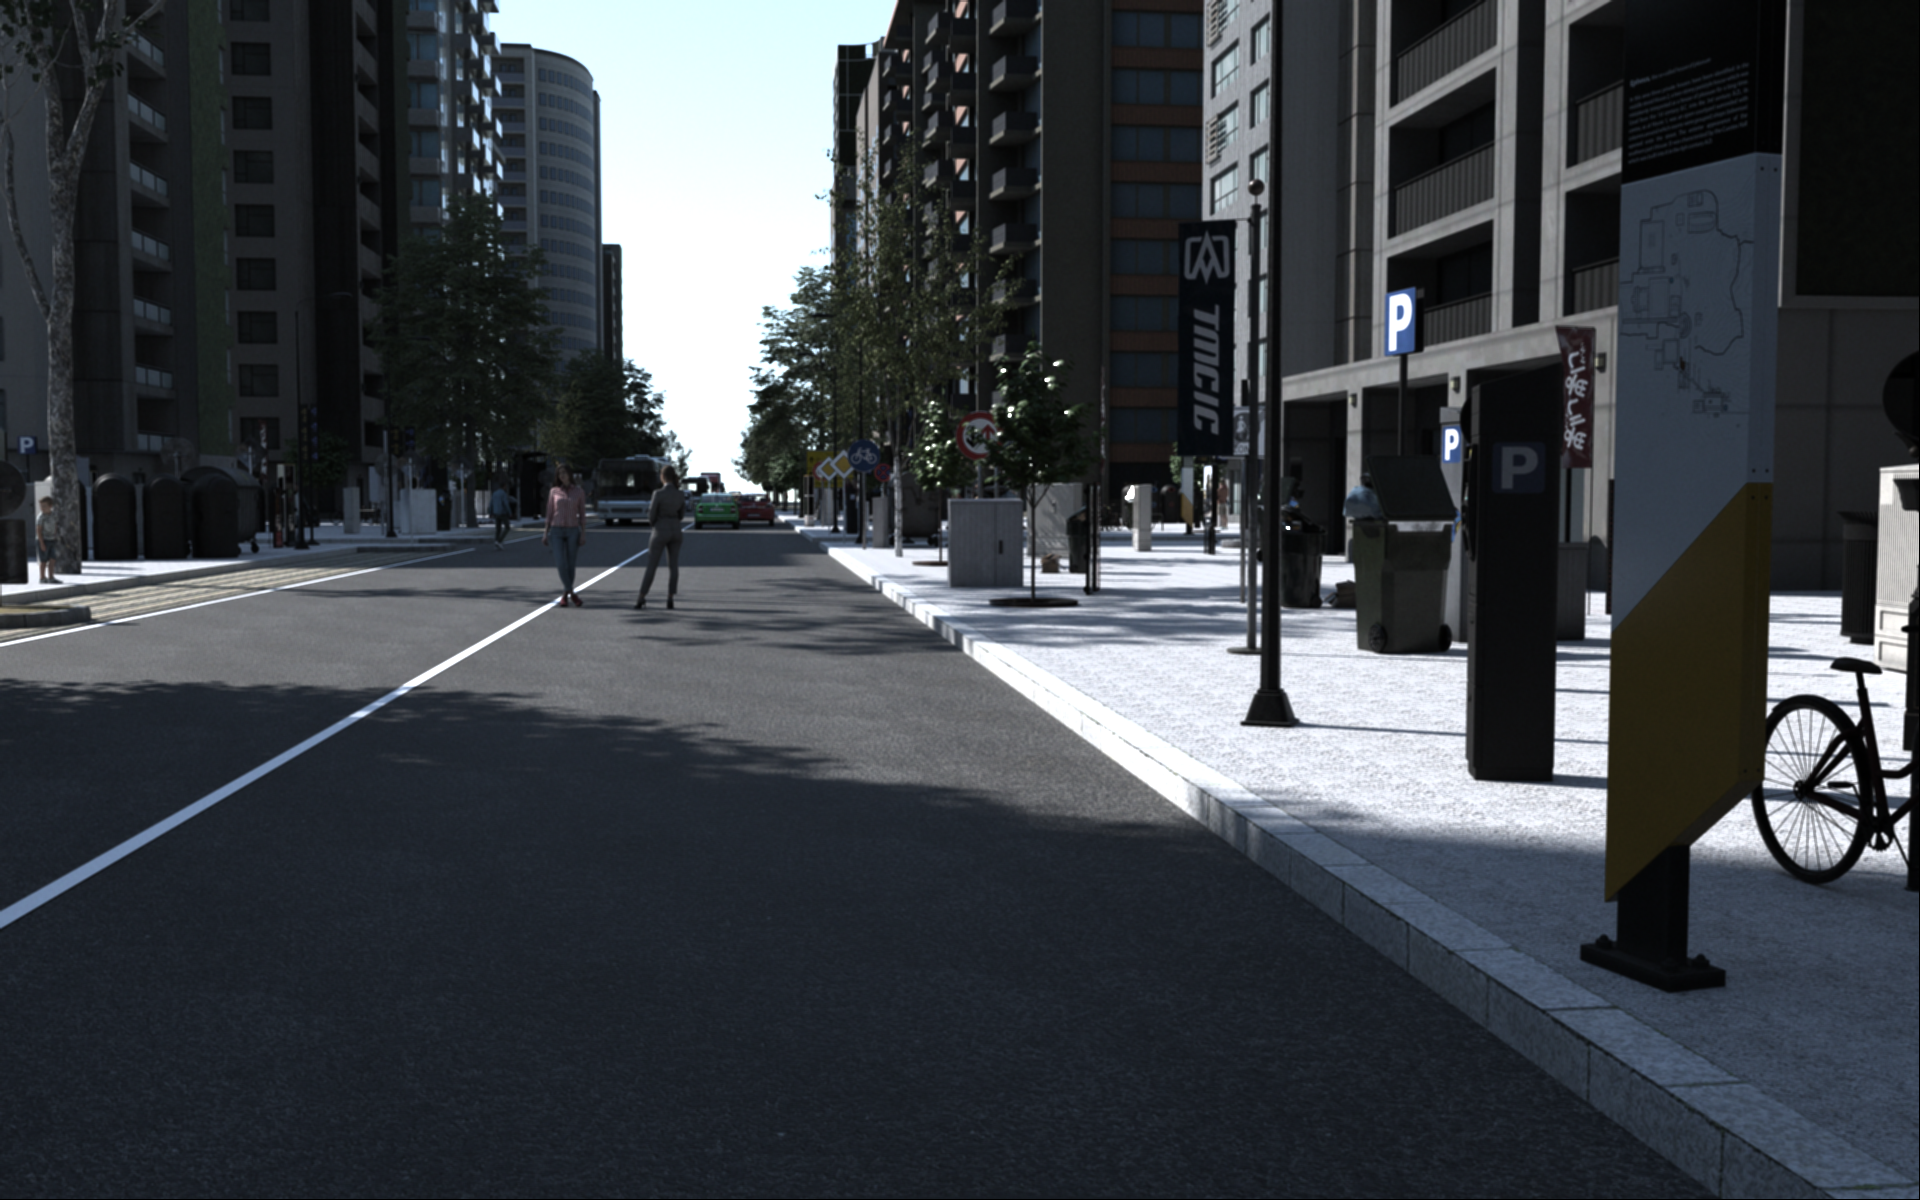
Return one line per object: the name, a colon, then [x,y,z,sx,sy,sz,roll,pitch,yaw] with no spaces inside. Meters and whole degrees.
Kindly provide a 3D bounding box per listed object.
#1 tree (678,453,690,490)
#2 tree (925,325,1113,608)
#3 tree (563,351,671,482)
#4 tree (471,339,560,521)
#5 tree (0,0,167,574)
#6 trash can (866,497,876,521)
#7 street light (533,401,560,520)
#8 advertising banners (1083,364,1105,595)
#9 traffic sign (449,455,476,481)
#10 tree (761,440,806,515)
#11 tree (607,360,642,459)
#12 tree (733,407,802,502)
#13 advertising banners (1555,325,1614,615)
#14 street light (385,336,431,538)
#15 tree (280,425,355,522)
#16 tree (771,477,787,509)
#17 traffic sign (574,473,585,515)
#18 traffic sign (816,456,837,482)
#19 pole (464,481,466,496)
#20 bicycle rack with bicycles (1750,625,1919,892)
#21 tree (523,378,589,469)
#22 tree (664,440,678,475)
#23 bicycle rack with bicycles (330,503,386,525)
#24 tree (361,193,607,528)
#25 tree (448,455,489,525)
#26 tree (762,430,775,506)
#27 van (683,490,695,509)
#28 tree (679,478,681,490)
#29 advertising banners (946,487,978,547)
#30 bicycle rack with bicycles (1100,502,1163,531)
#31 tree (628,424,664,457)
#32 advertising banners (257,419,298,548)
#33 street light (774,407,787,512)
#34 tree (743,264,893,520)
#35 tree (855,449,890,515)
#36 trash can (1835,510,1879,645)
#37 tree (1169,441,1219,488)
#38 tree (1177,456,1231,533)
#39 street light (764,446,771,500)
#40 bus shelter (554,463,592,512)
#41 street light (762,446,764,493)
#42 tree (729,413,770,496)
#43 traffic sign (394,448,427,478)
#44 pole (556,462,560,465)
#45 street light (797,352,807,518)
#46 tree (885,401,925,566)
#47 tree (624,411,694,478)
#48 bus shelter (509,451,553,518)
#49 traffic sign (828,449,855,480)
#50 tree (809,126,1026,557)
tree: [-46.081,-20.404,283.965,4.737,8.622,4.395,0,3,0]
tree: [0.735,-1.547,19.889,1.663,3.219,1.824,0,3,0]
tree: [-30.909,-15.213,155.382,9.857,13.997,8.962,0,3,0]
tree: [-21.021,-8.007,81.284,4.360,8.622,3.978,0,3,0]
tree: [-13.666,-10.559,28.530,12.611,20.169,13.585,0,3,0]
trash can: [-4.153,-4.285,81.712,0.748,1.137,0.748,0,3,0]
street light: [-20.583,-6.953,86.226,1.470,5.913,1.316,0,4,-7]
advertising banners: [1.793,-1.628,22.808,0.090,3.025,2.074,1,4,11]
traffic sign: [-14.777,-3.010,51.407,0.795,2.593,0.064,0,4,-7]
tree: [-10.109,-7.955,113.777,4.285,4.588,4.351,0,3,0]
tree: [-28.764,-13.225,134.350,7.486,12.596,7.792,0,3,0]
tree: [-23.905,-18.665,222.174,9.611,12.733,9.660,0,3,0]
advertising banners: [7.134,-1.361,18.442,2.074,3.025,0.090,-1,4,-22]
street light: [-16.257,-4.802,51.047,1.470,5.913,1.316,0,4,-7]
tree: [-29.794,-5.919,80.484,4.285,4.588,4.351,0,3,0]
tree: [-15.865,-9.770,154.335,1.663,3.219,1.824,0,3,0]
traffic sign: [-23.857,-6.615,108.158,0.884,2.594,0.081,0,4,-4]
traffic sign: [-3.963,-3.091,52.723,0.795,2.593,0.064,0,4,-7]
pole: [-27.330,-6.241,95.888,0.158,3.312,0.155,0,3,0]
bicycle rack with bicycles: [3.904,0.537,4.595,2.852,0.926,2.925,0,4,-2]
tree: [-24.246,-9.427,104.489,4.737,8.622,4.395,0,3,0]
tree: [-37.868,-16.262,216.245,4.737,8.622,4.395,0,3,0]
bicycle rack with bicycles: [-24.536,-3.628,72.695,2.925,0.926,2.852,2,4,24]
tree: [-18.601,-9.002,65.308,7.486,12.596,7.792,0,3,0]
tree: [-20.517,-4.753,72.321,1.663,3.219,1.824,0,3,0]
tree: [-19.966,-14.569,188.563,4.360,8.622,3.978,0,3,0]
van: [-26.198,-9.629,164.446,2.013,2.044,4.112,0,4,-7]
tree: [-45.565,-17.773,274.306,4.285,4.588,4.351,0,3,0]
advertising banners: [0.483,-2.672,39.883,2.074,3.025,0.090,3,5,40]
bicycle rack with bicycles: [5.691,-2.877,60.421,2.852,0.926,2.925,2,4,34]
tree: [-32.370,-13.545,171.821,4.737,8.622,4.395,0,3,0]
advertising banners: [-16.237,-2.753,41.198,0.090,3.025,2.074,0,4,1]
street light: [-9.012,-7.311,92.076,1.470,5.913,1.316,0,4,-7]
tree: [-6.961,-10.297,86.478,7.486,12.596,7.792,0,3,0]
tree: [-5.573,-7.506,106.433,4.285,4.588,4.351,0,3,0]
trash can: [7.910,-0.196,14.858,0.748,1.137,0.748,0,3,0]
tree: [12.242,-6.446,89.111,4.285,4.588,4.351,0,3,0]
tree: [8.099,-3.886,58.135,1.663,3.219,1.824,0,3,0]
street light: [-13.991,-9.742,131.828,1.470,5.913,1.316,0,4,-7]
bus shelter: [-26.085,-7.530,117.043,2.014,3.302,5.546,0,4,-7]
street light: [-18.327,-11.894,167.006,1.470,5.913,1.316,0,4,-7]
tree: [-26.864,-20.283,242.000,12.009,13.543,11.850,0,3,0]
traffic sign: [-13.794,-2.526,43.483,0.795,2.593,0.064,0,4,-7]
pole: [-25.598,-7.126,110.352,0.158,3.312,0.155,0,3,0]
street light: [-4.643,-5.160,56.903,1.470,5.913,1.316,0,4,-7]
tree: [-0.347,-2.231,31.075,1.663,3.219,1.824,0,3,0]
tree: [-34.751,-15.509,187.986,7.601,10.594,8.767,-3,4,-38]
bus shelter: [-24.180,-6.510,97.725,1.731,3.624,6.357,0,4,-7]
traffic sign: [-2.980,-2.606,44.799,0.795,2.593,0.064,0,4,-7]
tree: [-1.081,-5.177,35.014,4.737,8.622,4.395,0,3,0]
